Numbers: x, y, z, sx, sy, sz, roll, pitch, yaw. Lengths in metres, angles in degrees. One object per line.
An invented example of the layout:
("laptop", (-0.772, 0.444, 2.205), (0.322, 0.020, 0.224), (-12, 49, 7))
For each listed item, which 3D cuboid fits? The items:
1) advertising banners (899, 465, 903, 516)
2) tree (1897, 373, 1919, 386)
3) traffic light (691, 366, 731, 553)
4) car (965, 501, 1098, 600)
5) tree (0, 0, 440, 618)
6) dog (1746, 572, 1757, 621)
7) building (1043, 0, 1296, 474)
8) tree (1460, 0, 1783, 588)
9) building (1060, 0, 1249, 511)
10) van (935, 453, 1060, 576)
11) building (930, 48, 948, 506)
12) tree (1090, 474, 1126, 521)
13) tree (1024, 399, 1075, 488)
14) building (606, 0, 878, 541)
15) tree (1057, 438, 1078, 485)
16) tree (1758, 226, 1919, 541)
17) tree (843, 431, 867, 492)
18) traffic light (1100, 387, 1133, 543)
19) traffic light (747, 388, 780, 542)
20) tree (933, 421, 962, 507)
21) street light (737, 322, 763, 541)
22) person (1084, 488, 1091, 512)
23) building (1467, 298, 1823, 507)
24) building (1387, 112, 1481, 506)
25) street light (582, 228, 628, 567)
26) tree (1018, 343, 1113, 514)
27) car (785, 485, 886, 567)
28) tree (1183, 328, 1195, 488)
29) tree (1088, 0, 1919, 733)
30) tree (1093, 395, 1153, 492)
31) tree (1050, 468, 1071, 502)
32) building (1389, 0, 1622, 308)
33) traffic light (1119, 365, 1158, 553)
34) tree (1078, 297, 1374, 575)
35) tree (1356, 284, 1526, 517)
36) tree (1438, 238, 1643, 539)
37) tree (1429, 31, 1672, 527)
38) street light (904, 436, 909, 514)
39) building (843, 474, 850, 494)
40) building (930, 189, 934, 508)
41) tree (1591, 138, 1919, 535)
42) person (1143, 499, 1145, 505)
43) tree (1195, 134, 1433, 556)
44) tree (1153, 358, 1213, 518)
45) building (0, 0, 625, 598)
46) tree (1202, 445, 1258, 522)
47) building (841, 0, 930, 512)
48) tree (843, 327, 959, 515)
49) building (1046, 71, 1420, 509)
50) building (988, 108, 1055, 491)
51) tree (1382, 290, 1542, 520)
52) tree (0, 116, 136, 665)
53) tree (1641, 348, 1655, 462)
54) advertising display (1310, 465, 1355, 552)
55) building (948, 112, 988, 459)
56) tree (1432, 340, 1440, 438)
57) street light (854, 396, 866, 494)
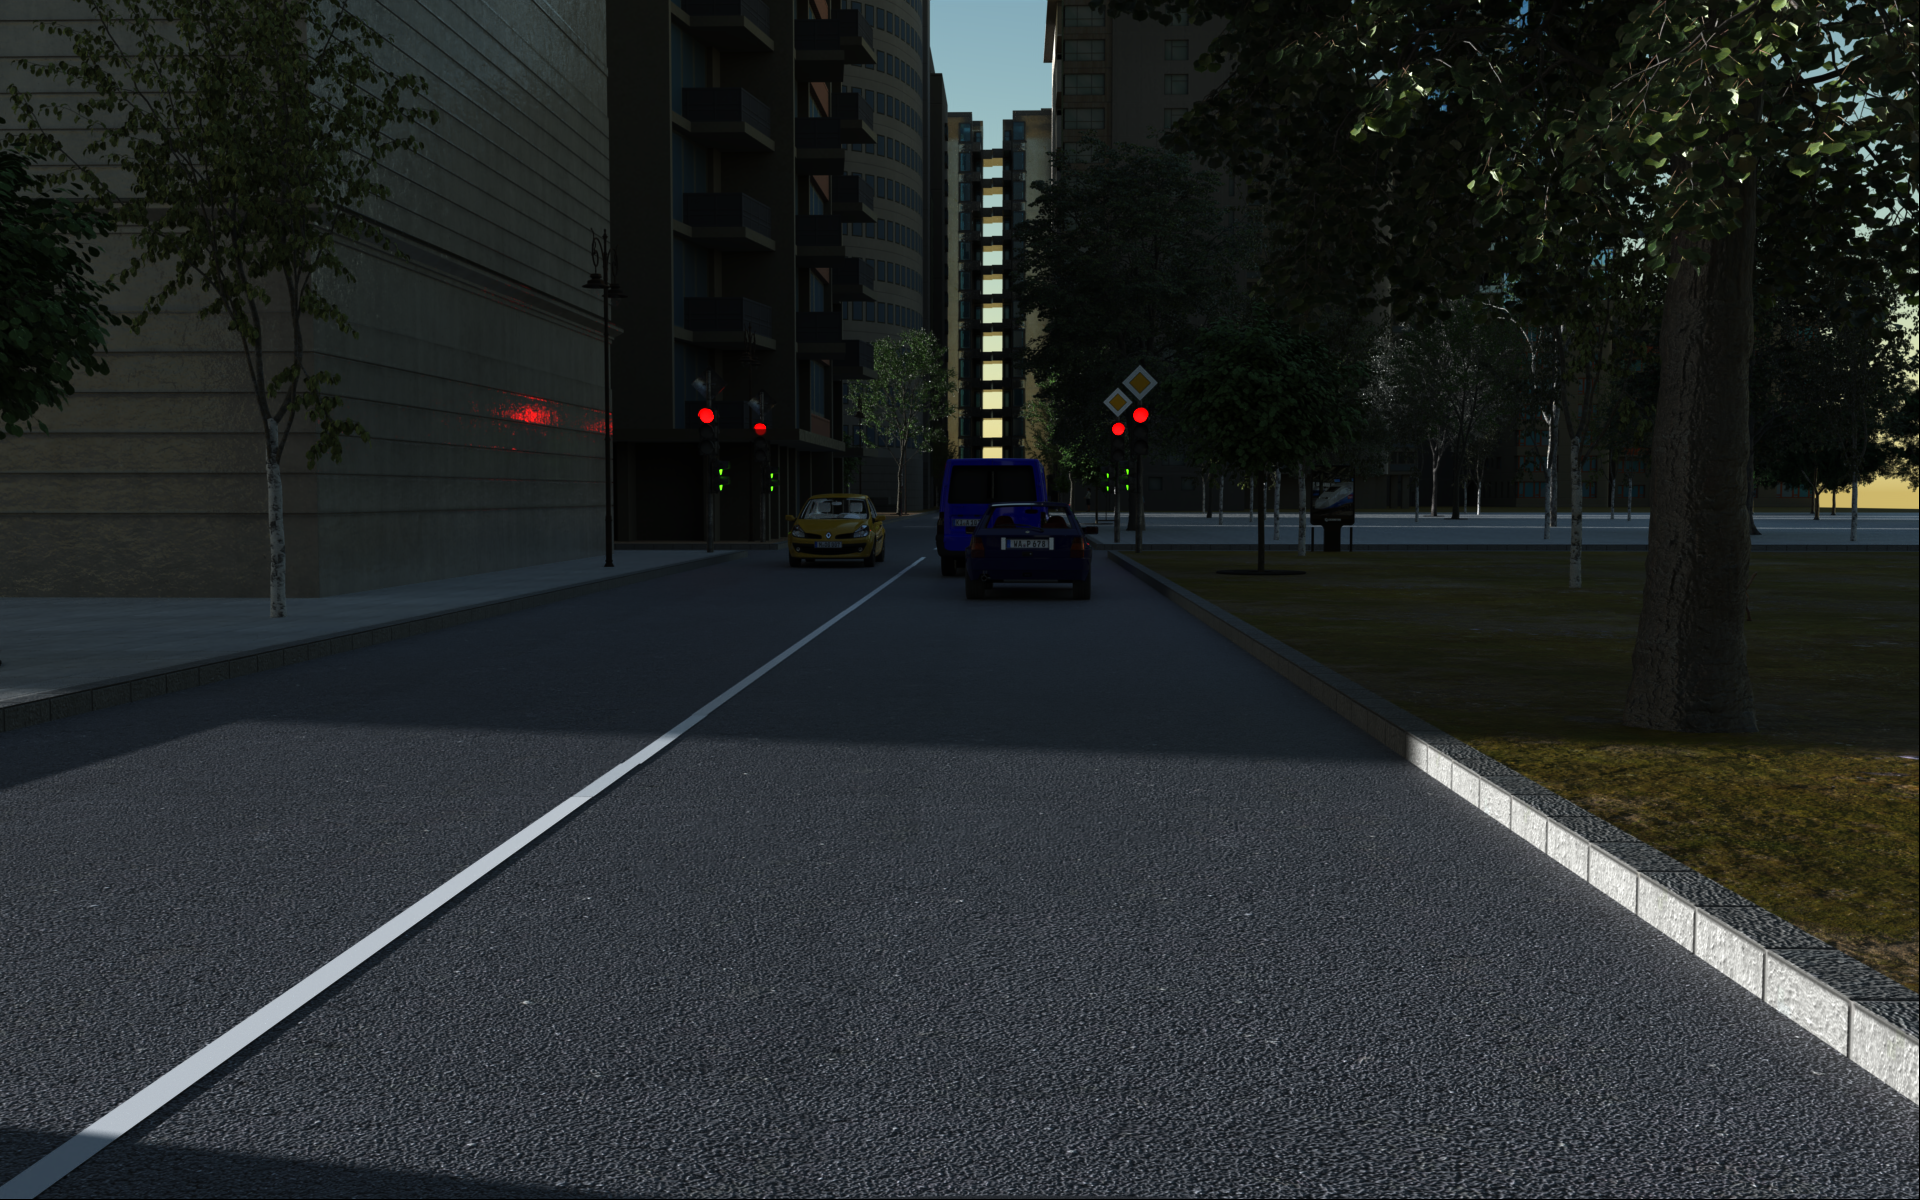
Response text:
("advertising banners", (-3.445, -6.416, 101.096), (0.090, 3.025, 2.074), (0, 4, 3))
("tree", (48.264, -7.202, 80.666), (20.602, 7.101, 11.467), (2, 4, 23))
("traffic light", (-5.475, -2.999, 37.961), (0.839, 4.253, 0.868), (0, 4, 2))
("car", (1.019, -0.753, 24.900), (1.945, 1.354, 3.894), (0, 4, 4))
("tree", (-7.188, -4.111, 17.576), (4.737, 8.622, 4.395), (0, 3, 0))
("dog", (7.811, -0.051, 17.657), (0.540, 0.507, 0.406), (1, 4, 20))
("building", (23.290, -36.247, 181.876), (28.713, 52.752, 27.495), (0, 4, 2))
("tree", (8.458, -4.459, 23.264), (4.737, 8.622, 4.395), (0, 3, 0))
("building", (14.977, -27.742, 137.177), (14.154, 41.232, 14.086), (0, 4, 2))
("van", (0.710, -1.684, 31.915), (2.240, 2.365, 5.245), (0, 4, 4))
("building", (-12.222, -34.401, 186.149), (21.600, 48.544, 21.300), (0, 4, 2))
("tree", (6.826, -5.360, 82.241), (1.663, 3.219, 1.824), (0, 3, 0))
("tree", (6.954, -10.865, 128.012), (4.737, 8.622, 4.395), (0, 3, 0))
("building", (-14.473, -24.739, 59.106), (22.147, 44.769, 28.867), (0, 4, 2))
("tree", (5.909, -5.503, 73.692), (4.285, 4.588, 4.351), (0, 3, 0))
("tree", (24.141, -5.912, 47.029), (4.360, 8.622, 3.978), (0, 3, 0))
("tree", (-5.840, -5.688, 76.717), (4.285, 4.588, 4.351), (0, 3, 0))
("traffic light", (4.132, -3.471, 45.666), (0.839, 4.253, 0.868), (0, 4, 2))
("traffic light", (-5.225, -3.488, 45.942), (0.839, 4.253, 0.868), (0, 4, 2))
("tree", (-2.113, -13.539, 171.726), (4.737, 8.622, 4.395), (0, 3, 0))
("street light", (-5.651, -4.524, 46.752), (0.468, 5.910, 1.993), (0, 4, 2))
("person", (9.234, -7.261, 125.550), (0.721, 1.735, 1.217), (1, 4, 22))
("building", (68.869, -20.542, 180.895), (28.899, 21.520, 27.650), (0, 4, 2))
("building", (47.607, -30.849, 187.975), (14.086, 41.232, 14.154), (0, 4, 2))
("street light", (-6.187, -3.521, 30.360), (0.468, 5.910, 1.993), (0, 4, 2))
("tree", (7.463, -11.522, 114.143), (9.928, 11.665, 9.643), (0, 3, 0))
("car", (-2.480, -1.532, 35.276), (2.015, 1.641, 3.980), (0, 4, 2))
("tree", (10.929, -7.455, 72.260), (4.360, 8.622, 3.978), (0, 3, 0))
("tree", (4.034, -6.279, 9.314), (9.857, 13.997, 8.962), (0, 3, 0))
("tree", (9.543, -9.435, 104.631), (4.360, 8.622, 3.978), (0, 3, 0))
("tree", (7.340, -7.857, 123.058), (1.663, 3.219, 1.824), (0, 3, 0))
("building", (65.351, -54.977, 211.547), (31.000, 86.520, 22.319), (0, 4, 2))
("traffic light", (3.883, -2.983, 37.685), (0.839, 4.253, 0.868), (0, 4, 2))
("tree", (4.827, -2.705, 27.948), (4.285, 4.588, 4.351), (0, 3, 0))
("tree", (27.192, -11.511, 98.571), (12.009, 13.543, 11.850), (0, 3, 0))
("tree", (16.492, -6.041, 49.135), (4.360, 8.622, 3.978), (0, 3, 0))
("tree", (24.518, -12.986, 68.213), (12.611, 20.169, 13.585), (0, 3, 0))
("street light", (-3.560, -8.596, 113.327), (0.468, 5.910, 1.993), (0, 4, 2))
("building", (-16.522, -39.927, 91.058), (20.563, 71.187, 20.611), (0, 4, 2))
("building", (-9.734, -23.535, 156.492), (14.160, 30.474, 14.107), (0, 4, 2))
("tree", (24.939, -8.403, 54.405), (9.611, 12.733, 9.660), (0, 3, 0))
("person", (7.865, -4.325, 76.774), (0.620, 1.820, 0.660), (3, 5, 44))
("tree", (7.119, -5.209, 35.530), (4.360, 8.622, 3.978), (0, 3, 0))
("tree", (13.720, -9.678, 92.653), (7.601, 10.594, 8.767), (1, 4, 11))
("building", (-29.083, -15.449, 29.002), (44.131, 29.872, 17.030), (0, 4, 2))
("tree", (13.504, -7.845, 78.625), (4.737, 8.622, 4.395), (0, 3, 0))
("building", (-13.486, -36.240, 134.524), (21.231, 58.520, 28.212), (0, 4, 2))
("tree", (-3.614, -11.099, 107.227), (9.928, 11.665, 9.643), (0, 3, 0))
("building", (24.066, -28.410, 156.385), (32.217, 40.220, 23.993), (0, 4, 2))
("building", (19.234, -36.391, 214.594), (30.456, 49.044, 23.786), (0, 4, 2))
("tree", (25.242, -9.876, 87.236), (9.928, 11.665, 9.643), (0, 3, 0))
("tree", (-7.879, -1.765, 12.566), (4.285, 4.588, 4.351), (0, 3, 0))
("tree", (32.359, -8.106, 82.899), (4.360, 8.622, 3.978), (0, 3, 0))
("advertising display", (8.286, -2.038, 38.533), (0.974, 1.923, 0.123), (0, 4, 2))
("building", (-11.186, -36.489, 216.197), (30.456, 49.044, 23.786), (0, 4, 2))
("tree", (20.850, -7.909, 79.682), (4.360, 8.622, 3.978), (0, 3, 0))
("street light", (-4.598, -6.547, 79.829), (0.468, 5.910, 1.993), (0, 4, 2))
